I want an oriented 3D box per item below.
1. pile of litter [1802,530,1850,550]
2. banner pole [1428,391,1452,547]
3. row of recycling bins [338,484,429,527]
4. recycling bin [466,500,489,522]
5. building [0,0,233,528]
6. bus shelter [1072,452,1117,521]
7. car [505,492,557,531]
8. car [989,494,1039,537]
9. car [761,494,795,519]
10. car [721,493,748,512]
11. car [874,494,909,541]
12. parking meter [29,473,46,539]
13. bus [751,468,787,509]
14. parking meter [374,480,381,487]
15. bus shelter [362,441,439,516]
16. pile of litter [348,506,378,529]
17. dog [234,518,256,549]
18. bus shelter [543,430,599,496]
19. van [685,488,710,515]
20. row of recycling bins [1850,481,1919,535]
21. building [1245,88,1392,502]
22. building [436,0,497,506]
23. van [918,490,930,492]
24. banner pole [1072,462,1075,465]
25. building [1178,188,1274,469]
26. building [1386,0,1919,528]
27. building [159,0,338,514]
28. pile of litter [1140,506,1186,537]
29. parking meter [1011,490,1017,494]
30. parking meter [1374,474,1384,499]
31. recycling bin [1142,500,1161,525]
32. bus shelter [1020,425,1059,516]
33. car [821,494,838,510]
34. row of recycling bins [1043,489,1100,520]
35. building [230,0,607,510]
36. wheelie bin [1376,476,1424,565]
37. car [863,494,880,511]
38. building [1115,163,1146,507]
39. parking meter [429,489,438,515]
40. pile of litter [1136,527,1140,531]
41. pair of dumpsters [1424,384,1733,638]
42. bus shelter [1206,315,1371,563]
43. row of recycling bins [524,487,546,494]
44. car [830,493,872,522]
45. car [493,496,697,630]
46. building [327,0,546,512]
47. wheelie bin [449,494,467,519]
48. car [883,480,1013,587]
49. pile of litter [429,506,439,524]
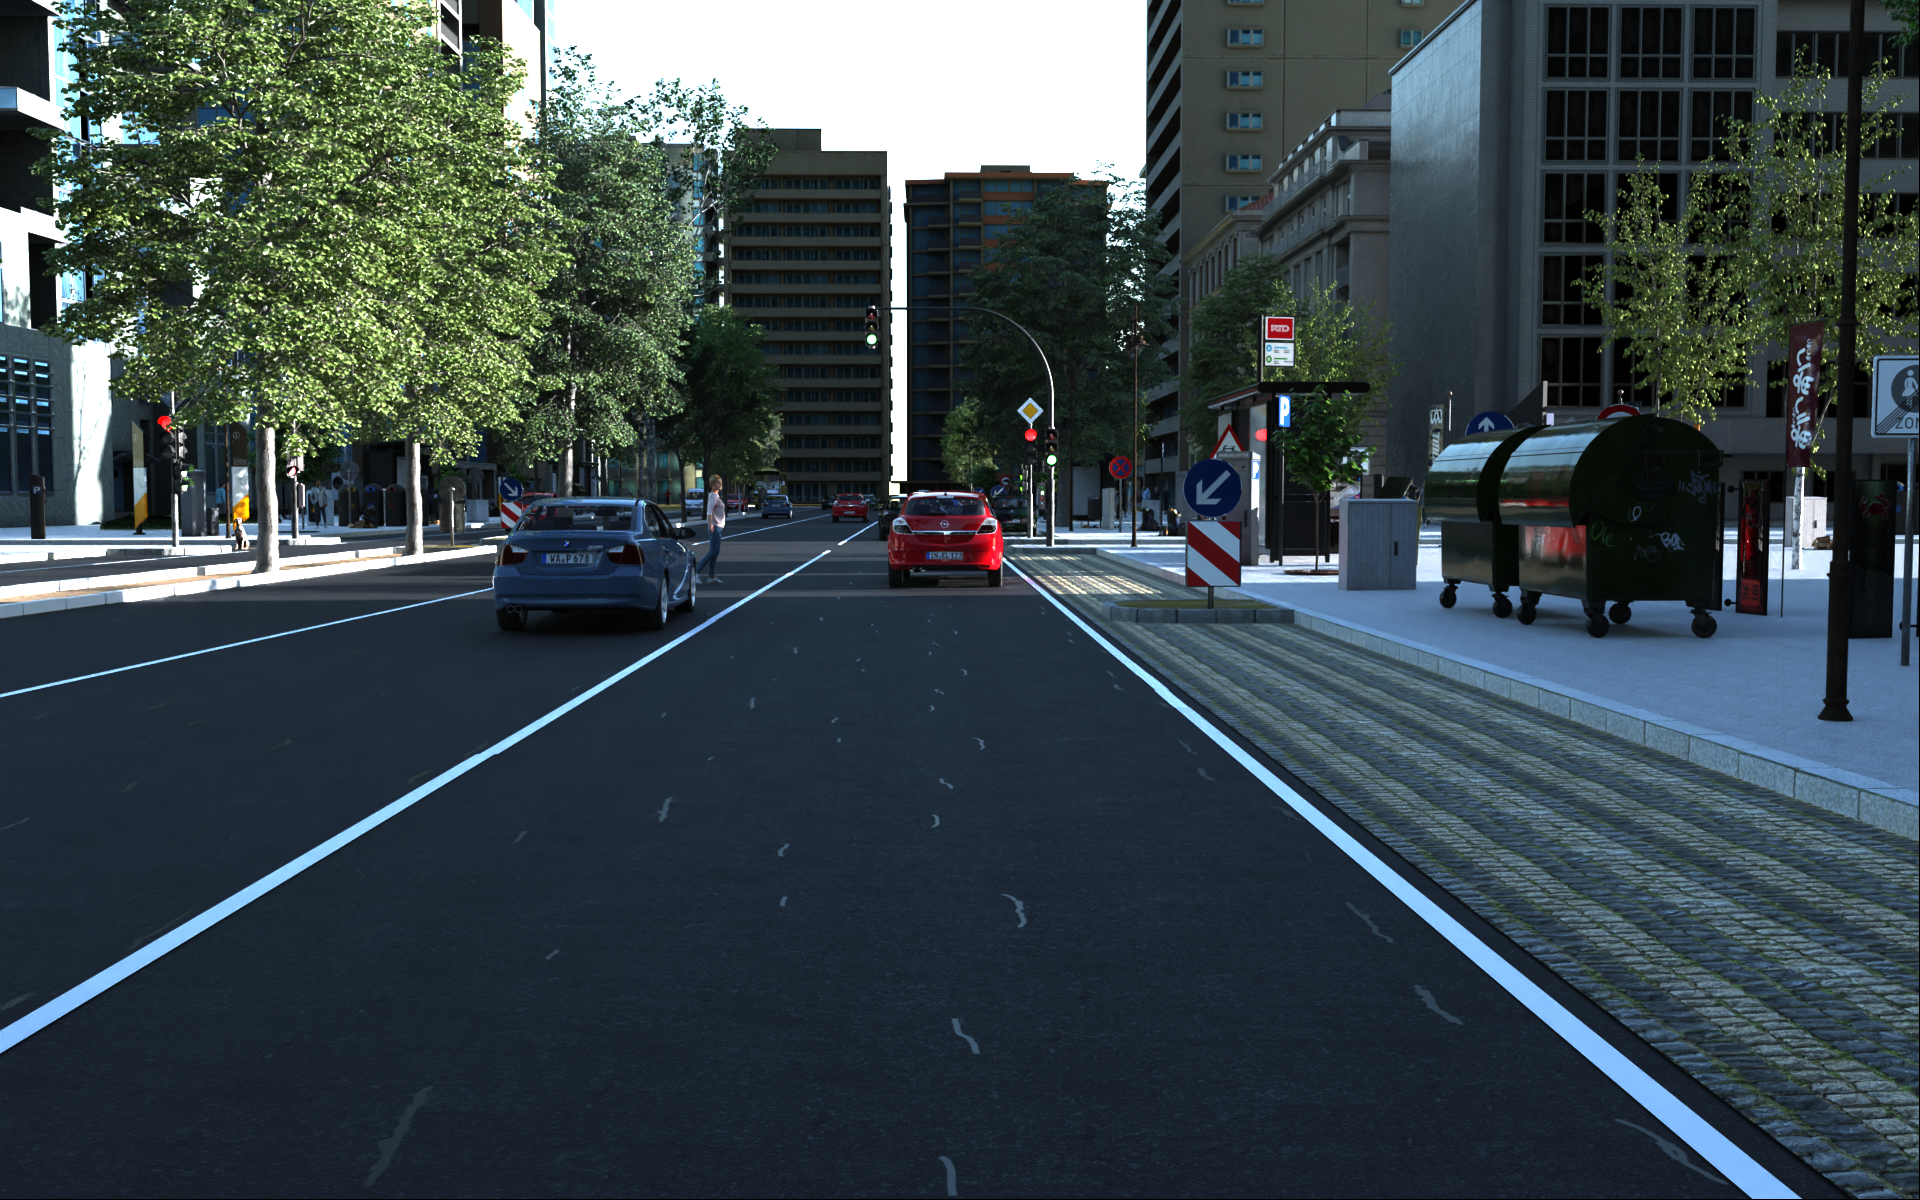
[{"bbox_3d":[20.276,-1.593,40.014,1.719,0.858,1.176,0,4,8],"label":"pile of litter"},{"bbox_3d":[11.776,-3.206,42.442,0.401,3.779,0.863,-2,4,-33],"label":"banner pole"},{"bbox_3d":[-22.925,-3.778,68.875,3.534,1.692,1.069,0,4,-4],"label":"row of recycling bins"},{"bbox_3d":[-22.056,-4.075,79.187,0.722,1.027,0.722,2,4,32],"label":"recycling bin"},{"bbox_3d":[-47.625,-46.726,76.649,22.319,86.520,31.000,0,4,-1],"label":"building"},{"bbox_3d":[6.199,-5.323,80.952,2.014,3.302,5.546,0,4,-1],"label":"bus shelter"},{"bbox_3d":[-16.553,-3.597,67.858,2.155,1.783,4.494,0,4,1],"label":"car"},{"bbox_3d":[1.669,-2.950,58.019,2.009,1.686,4.222,0,4,0],"label":"car"},{"bbox_3d":[-10.797,-5.535,102.496,2.014,1.417,4.499,0,4,-3],"label":"car"},{"bbox_3d":[-18.039,-7.948,138.982,2.155,1.783,4.494,0,4,-2],"label":"car"},{"bbox_3d":[-1.701,-2.746,54.682,2.009,1.686,4.222,0,4,-3],"label":"car"},{"bbox_3d":[-26.154,-2.657,49.151,0.399,1.863,0.255,-1,4,-21],"label":"parking meter"},{"bbox_3d":[-18.152,-10.646,165.606,2.896,3.916,12.252,0,4,-3],"label":"bus"},{"bbox_3d":[-24.036,-4.025,71.513,0.255,1.863,0.399,-1,4,-13],"label":"parking meter"},{"bbox_3d":[-25.531,-5.385,79.325,1.731,3.624,6.357,0,4,-1],"label":"bus shelter"},{"bbox_3d":[-22.406,-3.122,65.017,1.176,0.858,1.719,0,4,-5],"label":"pile of litter"},{"bbox_3d":[-18.620,-1.731,45.142,0.513,0.831,0.800,2,4,34],"label":"dog"},{"bbox_3d":[-25.083,-8.176,111.306,2.179,5.291,8.768,0,4,-1],"label":"bus shelter"},{"bbox_3d":[-17.960,-6.793,118.080,2.013,2.044,4.112,0,4,-2],"label":"van"},{"bbox_3d":[29.862,-2.903,54.576,3.534,1.692,1.069,1,4,12],"label":"row of recycling bins"},{"bbox_3d":[24.005,-15.349,92.759,13.314,21.916,24.055,0,4,-1],"label":"building"},{"bbox_3d":[-47.579,-42.513,133.345,20.563,71.187,20.611,0,4,-1],"label":"building"},{"bbox_3d":[-3.702,-10.541,179.364,2.013,2.044,4.112,0,4,1],"label":"van"},{"bbox_3d":[6.192,-6.473,95.850,0.863,3.779,0.401,2,4,34],"label":"banner pole"},{"bbox_3d":[21.804,-17.080,115.409,11.583,22.565,21.152,0,4,-1],"label":"building"},{"bbox_3d":[34.321,-15.413,71.063,30.058,24.678,14.314,0,4,-1],"label":"building"},{"bbox_3d":[-43.618,-28.456,115.369,14.600,45.320,14.200,0,4,-1],"label":"building"},{"bbox_3d":[6.598,-2.373,52.772,1.176,0.858,1.719,-3,5,-40],"label":"pile of litter"},{"bbox_3d":[3.429,-6.226,110.204,0.372,1.533,0.369,0,3,0],"label":"parking meter"},{"bbox_3d":[12.354,-2.779,51.150,0.255,1.863,0.399,1,4,18],"label":"parking meter"},{"bbox_3d":[8.086,-3.699,73.031,0.722,1.027,0.722,1,4,19],"label":"recycling bin"},{"bbox_3d":[4.437,-7.403,98.672,2.179,5.291,8.768,0,4,-1],"label":"bus shelter"},{"bbox_3d":[-11.764,-9.137,159.183,2.009,1.686,4.222,0,4,0],"label":"car"},{"bbox_3d":[5.868,-4.834,86.154,3.534,1.692,1.069,-1,4,-13],"label":"row of recycling bins"},{"bbox_3d":[-53.481,-52.665,173.746,31.000,86.520,22.319,0,4,-1],"label":"building"},{"bbox_3d":[7.903,-1.427,31.232,0.693,1.594,0.980,-2,4,-28],"label":"wheelie bin"},{"bbox_3d":[-7.984,-8.389,148.958,2.131,1.459,4.920,0,4,-1],"label":"car"},{"bbox_3d":[31.747,-29.556,175.124,32.217,40.220,23.993,0,4,-1],"label":"building"},{"bbox_3d":[-23.996,-4.316,78.974,0.372,1.533,0.369,0,3,0],"label":"parking meter"},{"bbox_3d":[6.719,-2.833,60.285,1.176,0.858,1.719,-1,4,-14],"label":"pile of litter"},{"bbox_3d":[6.054,-0.911,17.383,1.574,2.255,4.437,0,4,-1],"label":"pair of dumpsters"},{"bbox_3d":[6.526,-3.604,36.554,2.179,5.291,8.768,0,4,-1],"label":"bus shelter"},{"bbox_3d":[-25.787,-5.959,104.549,1.069,1.692,3.534,0,4,4],"label":"row of recycling bins"},{"bbox_3d":[-5.594,-4.884,88.886,2.155,1.783,4.494,0,4,-1],"label":"car"},{"bbox_3d":[-4.035,-0.460,19.525,2.014,1.417,4.499,0,4,-2],"label":"car"},{"bbox_3d":[-44.976,-30.670,151.564,14.600,45.320,14.200,0,4,-1],"label":"building"},{"bbox_3d":[-24.546,-4.676,84.356,0.980,1.594,0.693,-3,5,-39],"label":"wheelie bin"},{"bbox_3d":[-0.206,-1.174,28.242,2.155,1.783,4.494,0,4,1],"label":"car"},{"bbox_3d":[-22.042,-3.657,73.760,1.719,0.858,1.176,0,4,2],"label":"pile of litter"}]
